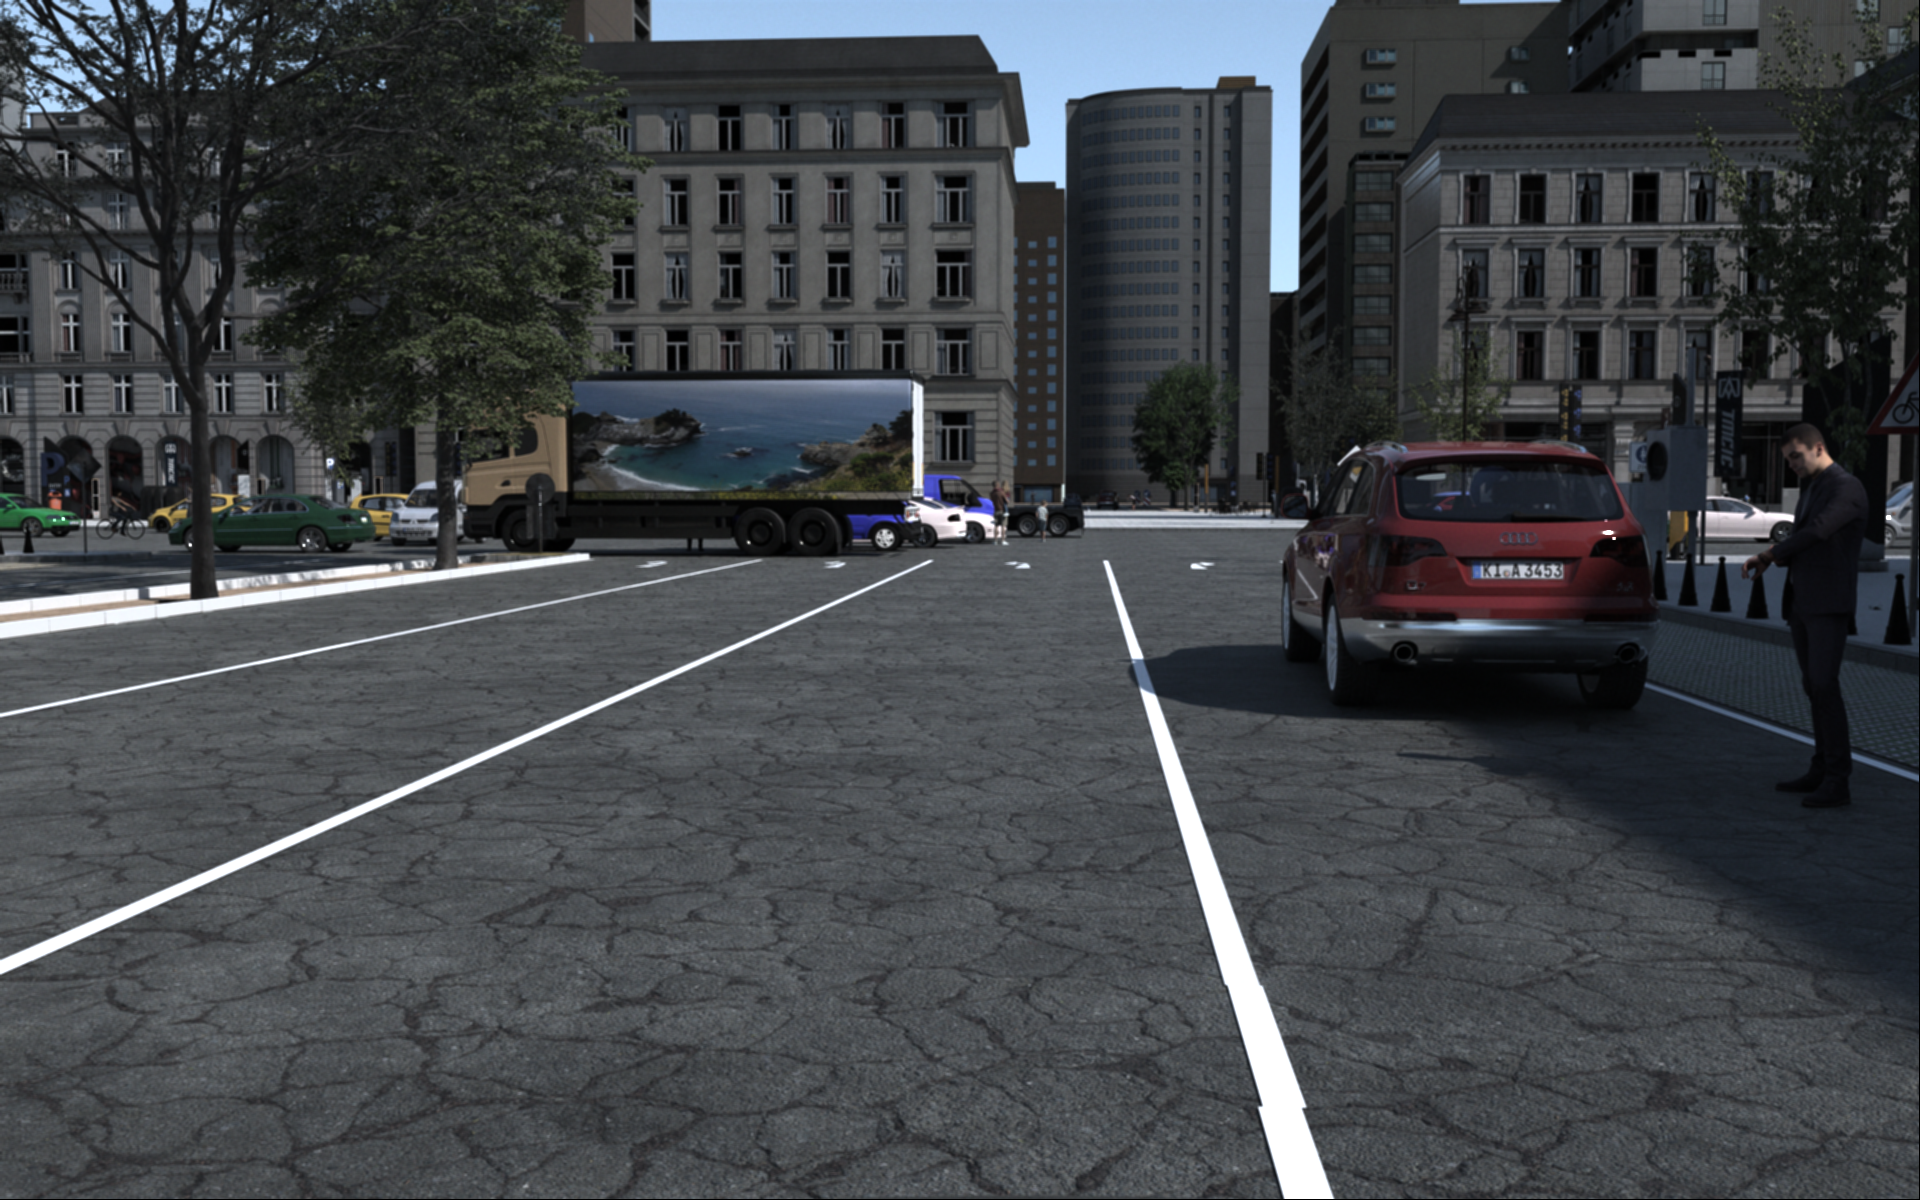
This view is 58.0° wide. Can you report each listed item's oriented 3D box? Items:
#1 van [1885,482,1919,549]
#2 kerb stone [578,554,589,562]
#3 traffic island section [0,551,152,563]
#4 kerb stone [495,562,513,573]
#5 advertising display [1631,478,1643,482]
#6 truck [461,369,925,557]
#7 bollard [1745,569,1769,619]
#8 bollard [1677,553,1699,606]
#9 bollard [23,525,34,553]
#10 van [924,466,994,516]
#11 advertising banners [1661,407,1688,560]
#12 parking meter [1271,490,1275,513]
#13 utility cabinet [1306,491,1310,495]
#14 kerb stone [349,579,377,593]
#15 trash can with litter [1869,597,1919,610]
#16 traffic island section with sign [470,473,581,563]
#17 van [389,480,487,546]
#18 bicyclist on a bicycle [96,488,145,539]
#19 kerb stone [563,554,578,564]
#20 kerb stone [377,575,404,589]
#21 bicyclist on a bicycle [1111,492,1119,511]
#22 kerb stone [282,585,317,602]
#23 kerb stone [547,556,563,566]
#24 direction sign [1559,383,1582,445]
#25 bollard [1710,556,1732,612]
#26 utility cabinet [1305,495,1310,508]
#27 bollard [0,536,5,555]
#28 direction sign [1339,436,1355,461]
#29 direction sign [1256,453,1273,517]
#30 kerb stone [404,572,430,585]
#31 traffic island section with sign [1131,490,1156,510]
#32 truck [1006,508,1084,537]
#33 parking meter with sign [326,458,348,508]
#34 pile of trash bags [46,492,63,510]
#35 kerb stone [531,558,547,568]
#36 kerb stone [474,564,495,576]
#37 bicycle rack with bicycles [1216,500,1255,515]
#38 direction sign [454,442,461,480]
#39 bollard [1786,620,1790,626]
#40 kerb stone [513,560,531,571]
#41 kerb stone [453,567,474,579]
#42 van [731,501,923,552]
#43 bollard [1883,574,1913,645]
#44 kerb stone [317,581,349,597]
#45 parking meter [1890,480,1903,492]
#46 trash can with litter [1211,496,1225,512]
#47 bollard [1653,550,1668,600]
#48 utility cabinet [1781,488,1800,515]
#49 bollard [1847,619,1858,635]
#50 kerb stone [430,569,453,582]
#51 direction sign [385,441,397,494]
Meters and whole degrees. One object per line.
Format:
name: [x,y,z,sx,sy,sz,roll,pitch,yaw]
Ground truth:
van: [25.522,-2.389,46.074,4.112,2.044,2.013,0,4,2]
kerb stone: [-8.090,-0.898,36.870,0.120,0.150,1.000,0,4,4]
traffic island section: [-18.875,-0.922,37.351,2.009,0.180,2.903,0,4,4]
kerb stone: [-8.458,-0.583,31.733,0.120,0.150,1.000,0,4,4]
advertising display: [26.945,-3.892,68.841,0.123,1.923,0.974,0,4,-4]
truck: [-6.541,-3.162,40.607,11.283,4.237,2.839,0,4,5]
bollard: [8.236,-0.112,17.872,0.229,0.601,0.229,0,3,0]
bollard: [8.384,-0.238,19.926,0.229,0.601,0.229,0,3,0]
bollard: [-20.247,-1.320,37.628,0.229,0.601,0.229,0,3,0]
van: [-1.183,-3.009,53.581,5.245,2.365,2.240,0,4,3]
advertising banners: [14.187,-2.328,34.255,0.090,3.025,2.074,0,4,4]
parking meter: [21.501,-6.741,118.624,0.372,1.533,0.369,0,3,0]
utility cabinet: [25.003,-7.221,126.747,1.173,1.500,0.318,0,4,7]
kerb stone: [-8.902,-0.207,25.574,0.120,0.150,1.000,0,4,4]
trash can with litter: [11.197,-0.478,18.866,2.233,1.210,1.678,2,4,32]
traffic island section with sign: [-9.130,-1.759,36.892,2.006,1.907,1.989,0,4,4]
van: [-14.695,-2.565,48.950,2.013,2.044,4.112,0,4,4]
bicyclist on a bicycle: [-26.747,-2.760,55.153,1.625,1.676,1.499,0,4,5]
kerb stone: [-8.162,-0.834,35.835,0.120,0.150,1.000,0,4,4]
kerb stone: [-8.828,-0.263,26.598,0.120,0.150,1.000,0,4,4]
bicyclist on a bicycle: [12.694,-8.046,141.570,1.499,1.676,1.625,0,4,3]
kerb stone: [-9.043,-0.079,23.508,0.120,0.150,1.000,0,4,4]
kerb stone: [-8.239,-0.772,34.812,0.120,0.150,1.000,0,4,4]
direction sign: [12.553,-2.673,35.693,0.876,3.537,0.379,-3,5,-43]
bollard: [8.311,-0.175,18.902,0.229,0.601,0.229,0,3,0]
utility cabinet: [20.800,-5.781,105.673,1.020,1.237,0.306,0,4,-1]
bollard: [-20.321,-1.257,36.598,0.229,0.601,0.229,0,3,0]
direction sign: [15.064,-4.616,67.475,0.379,3.537,0.876,-2,4,-29]
direction sign: [16.764,-6.323,95.376,0.876,3.537,0.379,1,4,14]
kerb stone: [-8.747,-0.332,27.621,0.120,0.150,1.000,0,4,4]
traffic island section with sign: [16.818,-9.084,157.150,1.989,1.847,2.006,0,4,4]
truck: [-5.240,-4.190,58.258,18.799,4.110,2.967,0,4,3]
parking meter with sign: [-29.969,-5.325,83.332,0.543,3.016,1.738,-3,5,-43]
pile of trash bags: [-39.441,-3.842,72.564,1.912,1.369,3.447,3,5,44]
kerb stone: [-8.311,-0.709,33.784,0.120,0.150,1.000,0,4,4]
kerb stone: [-8.527,-0.520,30.704,0.120,0.150,1.000,0,4,4]
bicycle rack with bicycles: [17.123,-5.840,108.873,2.852,0.926,2.925,3,4,38]
direction sign: [-22.097,-5.128,75.844,0.876,3.537,0.379,3,5,40]
bollard: [8.167,-0.049,16.847,0.229,0.601,0.229,0,3,0]
kerb stone: [-8.379,-0.646,32.757,0.120,0.150,1.000,0,4,4]
kerb stone: [-8.602,-0.458,29.677,0.120,0.150,1.000,0,4,4]
van: [-3.569,-2.411,43.802,5.245,2.365,2.240,0,4,3]
bollard: [8.021,0.076,14.799,0.229,0.601,0.229,0,3,0]
kerb stone: [-8.969,-0.143,24.539,0.120,0.150,1.000,0,4,4]
parking meter: [38.384,-3.995,71.029,0.399,1.863,0.255,1,4,17]
trash can with litter: [18.967,-7.083,127.192,1.055,1.170,0.624,1,4,20]
bollard: [8.460,-0.301,20.967,0.229,0.601,0.229,0,3,0]
utility cabinet: [32.980,-3.636,68.124,1.173,1.500,0.318,1,4,16]
bollard: [8.089,0.013,15.824,0.229,0.601,0.229,0,3,0]
kerb stone: [-8.676,-0.395,28.649,0.120,0.150,1.000,0,4,4]
direction sign: [-24.574,-5.069,74.873,0.876,3.537,0.379,3,5,42]
